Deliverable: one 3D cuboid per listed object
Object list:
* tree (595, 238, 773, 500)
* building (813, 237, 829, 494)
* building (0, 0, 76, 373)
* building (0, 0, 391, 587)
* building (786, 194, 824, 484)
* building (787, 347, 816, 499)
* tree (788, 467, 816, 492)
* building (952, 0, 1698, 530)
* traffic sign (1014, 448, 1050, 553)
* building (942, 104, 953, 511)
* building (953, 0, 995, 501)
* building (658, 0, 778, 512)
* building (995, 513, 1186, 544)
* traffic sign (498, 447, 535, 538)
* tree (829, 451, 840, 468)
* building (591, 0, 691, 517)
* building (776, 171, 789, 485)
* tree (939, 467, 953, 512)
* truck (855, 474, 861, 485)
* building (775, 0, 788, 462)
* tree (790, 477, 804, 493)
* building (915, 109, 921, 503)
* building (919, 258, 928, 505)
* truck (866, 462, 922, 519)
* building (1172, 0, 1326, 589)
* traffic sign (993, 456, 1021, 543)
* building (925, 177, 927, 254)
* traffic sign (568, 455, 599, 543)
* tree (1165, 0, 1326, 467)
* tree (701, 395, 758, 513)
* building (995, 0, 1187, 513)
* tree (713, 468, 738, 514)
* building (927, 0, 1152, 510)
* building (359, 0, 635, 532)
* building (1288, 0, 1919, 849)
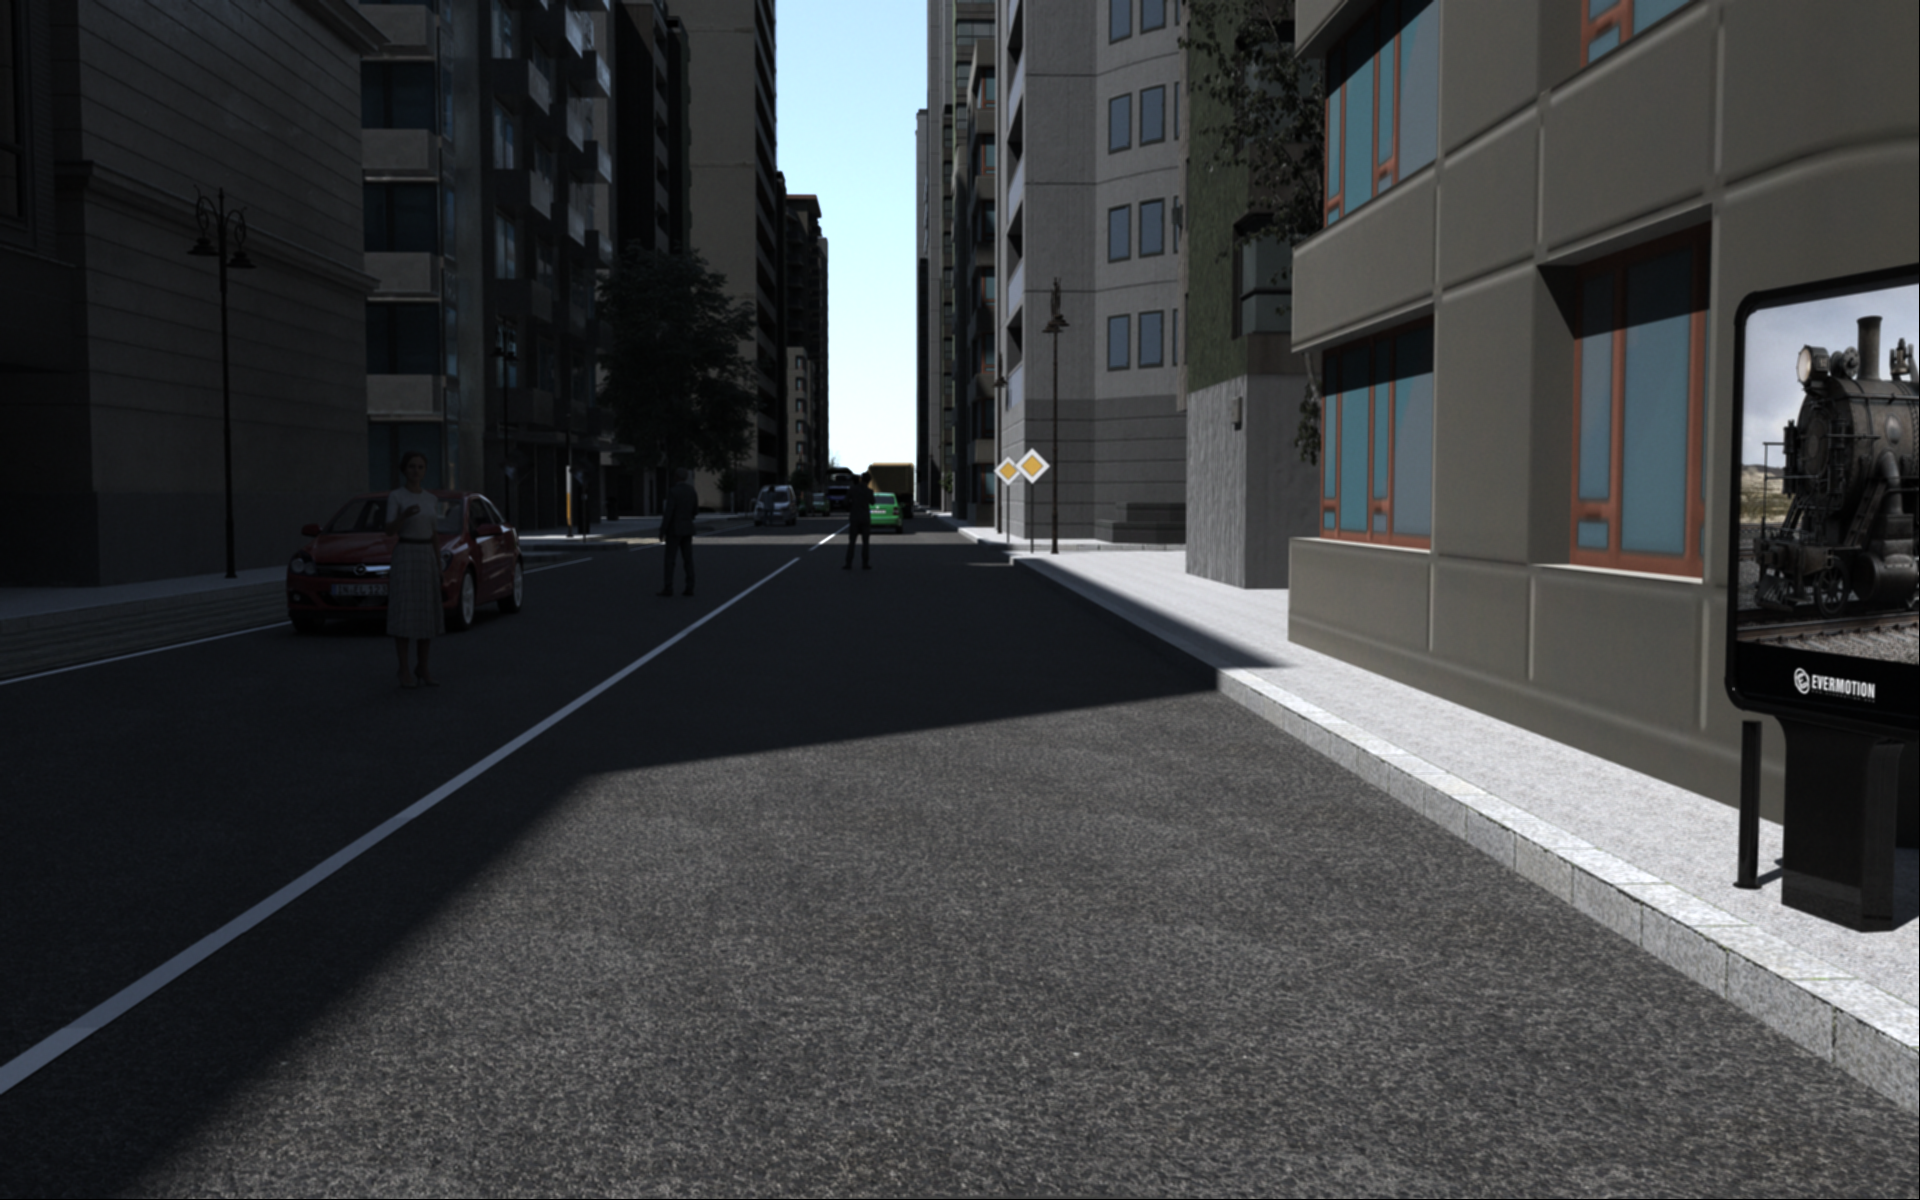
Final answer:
[{"bbox_3d":[-14.358,-11.010,86.664,9.857,13.997,8.962,0,3,0],"label":"tree"},{"bbox_3d":[-27.595,-35.742,267.982,14.154,41.232,14.086,0,4,-2],"label":"building"},{"bbox_3d":[-17.757,-13.230,9.818,14.314,27.812,24.014,0,4,-2],"label":"building"},{"bbox_3d":[-23.203,-14.784,29.102,23.554,28.519,14.401,0,4,-2],"label":"building"},{"bbox_3d":[-30.834,-36.163,245.881,22.147,44.769,28.867,0,4,-2],"label":"building"},{"bbox_3d":[-32.707,-22.791,217.672,27.650,21.520,28.899,0,4,-2],"label":"building"},{"bbox_3d":[-17.831,-12.900,194.625,4.285,4.588,4.351,0,3,0],"label":"tree"},{"bbox_3d":[13.902,-14.433,81.023,27.650,21.520,28.899,0,4,-2],"label":"building"},{"bbox_3d":[1.558,-2.068,37.449,0.795,2.450,0.064,0,4,-2],"label":"traffic sign"},{"bbox_3d":[5.571,-22.037,132.002,14.160,30.474,14.107,0,4,-2],"label":"building"},{"bbox_3d":[6.496,-26.283,113.316,14.154,41.232,14.086,0,4,-2],"label":"building"},{"bbox_3d":[-25.180,-30.950,129.742,21.300,48.544,21.600,0,4,-2],"label":"building"},{"bbox_3d":[15.655,-31.222,52.487,28.212,58.520,21.231,0,4,-2],"label":"building"},{"bbox_3d":[-9.479,-2.044,37.061,0.795,2.450,0.064,0,4,-2],"label":"traffic sign"},{"bbox_3d":[-20.809,-20.144,279.718,4.360,8.622,3.978,0,3,0],"label":"tree"},{"bbox_3d":[-23.270,-20.062,99.715,14.160,30.474,14.107,0,4,-2],"label":"building"},{"bbox_3d":[-22.234,-23.030,148.235,14.160,30.474,14.107,0,4,-2],"label":"building"},{"bbox_3d":[-0.598,-7.913,123.975,1.663,3.219,1.824,0,3,0],"label":"tree"},{"bbox_3d":[-11.067,-10.766,171.941,3.469,3.379,9.791,0,4,-2],"label":"truck"},{"bbox_3d":[-27.929,-52.391,169.258,22.319,86.520,31.000,0,4,-2],"label":"building"},{"bbox_3d":[-17.979,-12.020,191.123,1.663,3.219,1.824,0,3,0],"label":"tree"},{"bbox_3d":[3.776,-44.247,265.444,21.231,58.520,28.212,0,4,-2],"label":"building"},{"bbox_3d":[1.928,-26.993,213.041,14.160,30.474,14.107,0,4,-2],"label":"building"},{"bbox_3d":[-4.071,-6.629,104.307,3.469,3.379,9.791,0,4,-1],"label":"truck"},{"bbox_3d":[10.599,-15.769,29.520,14.160,30.474,14.107,0,4,-2],"label":"building"},{"bbox_3d":[1.262,-2.556,45.429,0.795,2.450,0.064,0,4,-2],"label":"traffic sign"},{"bbox_3d":[6.449,-37.686,235.769,23.786,49.044,30.456,0,4,-2],"label":"building"},{"bbox_3d":[-9.776,-2.532,45.041,0.795,2.450,0.064,0,4,-2],"label":"traffic sign"},{"bbox_3d":[3.981,-4.103,17.442,4.360,8.622,3.978,0,3,0],"label":"tree"},{"bbox_3d":[-15.381,-10.158,116.447,4.737,8.622,4.395,0,3,0],"label":"tree"},{"bbox_3d":[8.728,-37.333,152.397,21.231,58.520,28.212,0,4,-2],"label":"building"},{"bbox_3d":[-15.299,-7.236,112.908,1.663,3.219,1.824,0,3,0],"label":"tree"},{"bbox_3d":[7.065,-39.097,181.240,21.231,58.520,28.212,0,4,-2],"label":"building"},{"bbox_3d":[-25.130,-27.063,62.092,23.786,49.044,30.456,0,4,-2],"label":"building"},{"bbox_3d":[17.216,-9.513,0.570,27.650,21.520,28.899,0,4,-2],"label":"building"}]
